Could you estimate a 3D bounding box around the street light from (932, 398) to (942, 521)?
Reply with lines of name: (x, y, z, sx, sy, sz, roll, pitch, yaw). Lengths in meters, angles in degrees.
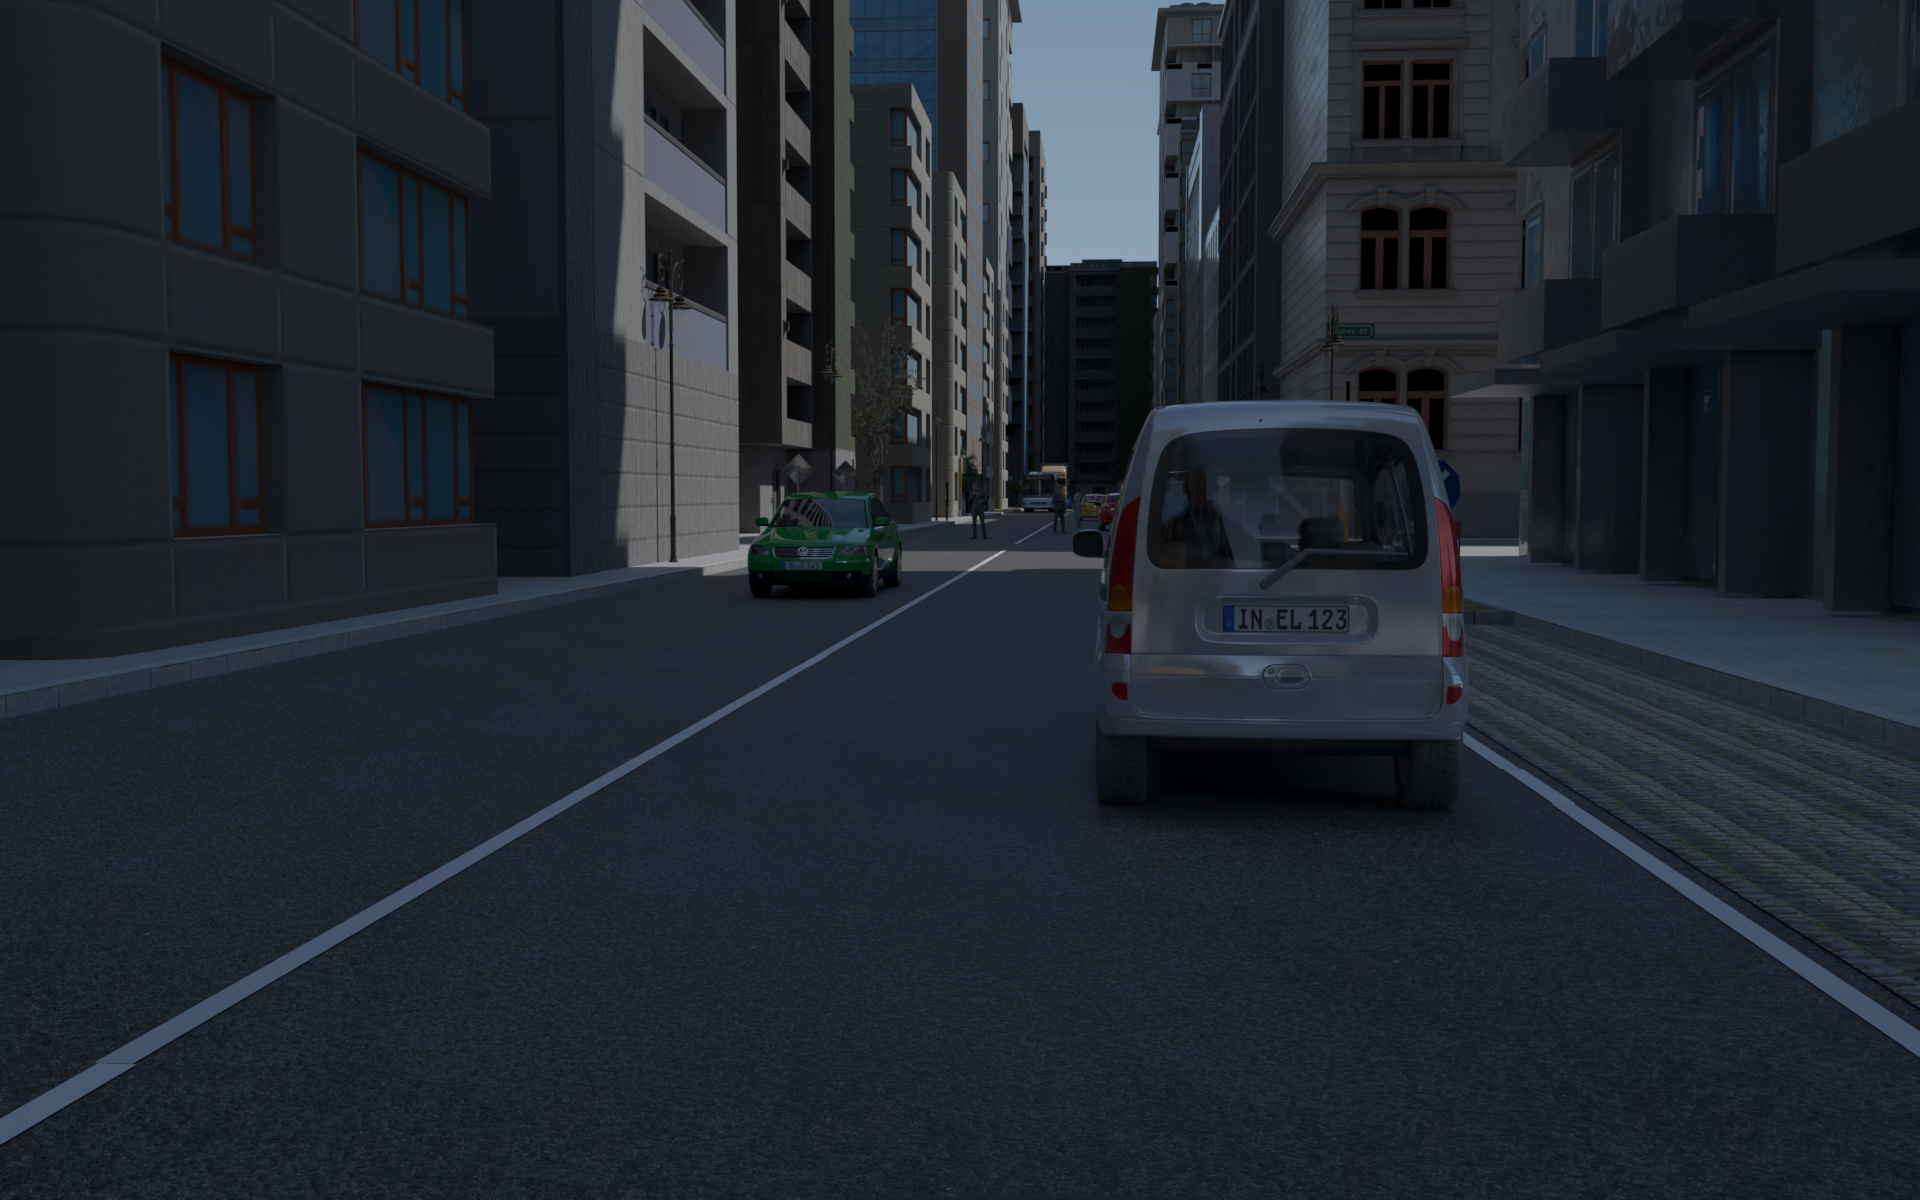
street light: (-1.132, -6.758, 83.278, 0.468, 5.910, 1.993, 0, 4, 5)

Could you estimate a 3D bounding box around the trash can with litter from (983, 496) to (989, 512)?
trash can with litter: (1.777, -6.962, 125.212, 0.624, 1.170, 1.055, 0, 4, 6)

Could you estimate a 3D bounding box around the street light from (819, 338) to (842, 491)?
street light: (-3.836, -4.816, 51.522, 0.468, 5.910, 1.993, 0, 4, 5)

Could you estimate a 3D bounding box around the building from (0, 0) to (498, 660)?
building: (-20.895, -9.987, 8.331, 27.650, 21.520, 28.899, 0, 4, 5)

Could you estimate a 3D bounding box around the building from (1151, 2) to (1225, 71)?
building: (35.069, -36.444, 185.096, 28.713, 52.752, 27.495, 0, 4, 5)

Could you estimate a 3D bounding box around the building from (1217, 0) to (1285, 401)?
building: (18.979, -17.211, 74.902, 14.314, 27.812, 24.014, 0, 4, 5)

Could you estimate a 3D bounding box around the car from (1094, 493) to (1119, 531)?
car: (6.377, -3.629, 68.375, 2.155, 1.783, 4.494, 0, 4, 3)

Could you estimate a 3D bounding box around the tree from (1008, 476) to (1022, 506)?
tree: (6.296, -11.799, 187.517, 1.663, 3.219, 1.824, 0, 3, 0)

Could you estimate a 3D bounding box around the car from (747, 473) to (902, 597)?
car: (-1.923, -1.022, 25.500, 1.959, 1.807, 4.718, 0, 4, 5)

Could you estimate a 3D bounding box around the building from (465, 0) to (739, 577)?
building: (-19.379, -30.130, 34.622, 28.212, 58.520, 21.231, 0, 4, 5)

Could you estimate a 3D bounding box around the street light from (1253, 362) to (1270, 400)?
street light: (10.528, -5.375, 60.672, 0.468, 5.910, 1.993, 0, 4, 5)

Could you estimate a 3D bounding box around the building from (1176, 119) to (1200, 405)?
building: (24.070, -22.301, 136.326, 14.160, 30.474, 14.107, 0, 4, 5)

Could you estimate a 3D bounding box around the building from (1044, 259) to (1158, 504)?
building: (17.509, -27.173, 215.987, 14.107, 30.474, 14.160, 0, 4, 5)

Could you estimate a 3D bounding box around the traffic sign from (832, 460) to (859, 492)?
traffic sign: (-3.391, -2.916, 51.314, 0.795, 2.450, 0.064, 0, 4, 5)

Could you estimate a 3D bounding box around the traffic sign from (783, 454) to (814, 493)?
traffic sign: (-4.045, -2.429, 43.355, 0.795, 2.450, 0.064, 0, 4, 5)

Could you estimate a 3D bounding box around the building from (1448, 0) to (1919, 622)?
building: (20.011, -24.540, 20.833, 23.786, 49.044, 30.456, 0, 4, 5)

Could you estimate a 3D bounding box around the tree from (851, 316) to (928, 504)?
tree: (-3.442, -7.383, 71.070, 4.360, 8.622, 3.978, 0, 3, 0)

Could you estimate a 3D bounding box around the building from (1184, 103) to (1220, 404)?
building: (21.402, -18.138, 114.576, 12.078, 24.808, 19.932, 0, 4, 5)

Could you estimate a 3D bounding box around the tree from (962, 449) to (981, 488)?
tree: (-0.276, -7.591, 107.820, 4.285, 4.588, 4.351, 0, 3, 0)

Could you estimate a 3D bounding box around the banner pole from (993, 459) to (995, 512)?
banner pole: (2.416, -8.096, 122.389, 0.401, 3.779, 0.863, 0, 4, -1)

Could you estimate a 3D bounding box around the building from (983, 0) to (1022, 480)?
building: (-8.858, -35.467, 169.126, 28.713, 52.752, 27.495, 0, 4, 5)

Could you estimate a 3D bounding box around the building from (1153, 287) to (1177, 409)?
building: (31.883, -19.130, 157.820, 27.650, 21.520, 28.899, 0, 4, 5)

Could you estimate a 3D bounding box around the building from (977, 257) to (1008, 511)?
building: (-10.671, -18.162, 141.989, 27.650, 21.520, 28.899, 0, 4, 5)

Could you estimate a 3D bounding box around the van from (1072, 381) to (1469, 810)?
van: (1.583, -0.140, 9.294, 2.013, 2.044, 4.112, 0, 4, 6)

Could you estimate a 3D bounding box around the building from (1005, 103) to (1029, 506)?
building: (0.303, -33.347, 195.337, 14.200, 45.320, 14.600, 0, 4, 5)

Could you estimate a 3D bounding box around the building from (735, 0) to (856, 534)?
building: (-11.528, -17.543, 58.535, 14.160, 30.474, 14.107, 0, 4, 5)

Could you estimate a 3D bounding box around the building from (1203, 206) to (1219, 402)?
building: (19.222, -14.766, 96.176, 10.420, 20.320, 16.860, 0, 4, 5)

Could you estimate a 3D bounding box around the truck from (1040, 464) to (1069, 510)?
truck: (8.796, -10.589, 162.050, 2.839, 4.237, 11.283, 0, 4, 4)

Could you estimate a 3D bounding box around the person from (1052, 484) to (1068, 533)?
person: (3.690, -3.357, 63.558, 0.590, 1.801, 0.661, 3, 5, 45)

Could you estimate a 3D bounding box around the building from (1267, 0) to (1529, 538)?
building: (22.092, -16.371, 55.064, 23.554, 28.519, 14.401, 0, 4, 5)

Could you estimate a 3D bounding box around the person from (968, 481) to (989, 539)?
person: (0.596, -2.868, 55.199, 0.655, 1.846, 0.447, 0, 4, 3)

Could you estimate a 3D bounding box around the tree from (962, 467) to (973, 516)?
tree: (-0.053, -6.677, 103.765, 1.663, 3.219, 1.824, 0, 3, 0)

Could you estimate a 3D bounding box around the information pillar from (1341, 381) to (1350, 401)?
information pillar: (7.998, -2.732, 36.022, 0.183, 3.616, 0.504, 0, 4, -1)

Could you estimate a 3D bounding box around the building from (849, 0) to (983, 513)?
building: (-5.849, -28.541, 116.757, 14.600, 45.320, 14.200, 0, 4, 5)

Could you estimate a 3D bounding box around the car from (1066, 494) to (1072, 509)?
car: (10.218, -9.963, 172.490, 1.945, 1.707, 3.694, 0, 4, 6)

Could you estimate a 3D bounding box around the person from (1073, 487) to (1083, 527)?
person: (5.057, -4.042, 75.157, 0.524, 1.755, 0.480, 3, 5, 44)

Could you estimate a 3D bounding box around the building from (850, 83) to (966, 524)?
building: (-14.626, -14.897, 88.608, 27.650, 21.520, 28.899, 0, 4, 5)

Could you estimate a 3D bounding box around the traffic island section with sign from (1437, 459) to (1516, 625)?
traffic island section with sign: (5.135, -0.685, 19.836, 1.989, 1.847, 2.006, 0, 4, 5)

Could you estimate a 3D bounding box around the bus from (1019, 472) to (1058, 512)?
bus: (6.499, -8.878, 140.021, 2.948, 3.499, 13.247, 0, 4, 4)

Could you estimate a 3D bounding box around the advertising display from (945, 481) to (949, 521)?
advertising display: (-0.640, -4.788, 83.490, 0.123, 1.923, 0.974, 0, 4, -4)

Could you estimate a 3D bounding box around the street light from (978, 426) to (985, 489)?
street light: (1.460, -8.731, 115.542, 0.468, 5.910, 1.993, 0, 4, 5)

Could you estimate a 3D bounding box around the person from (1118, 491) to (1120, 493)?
person: (14.485, -9.034, 156.940, 1.217, 1.736, 0.721, -2, 4, -32)

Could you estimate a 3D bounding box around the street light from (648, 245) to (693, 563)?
street light: (-5.384, -3.644, 32.364, 0.468, 5.910, 1.993, 0, 4, 5)

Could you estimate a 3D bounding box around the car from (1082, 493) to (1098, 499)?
car: (11.139, -8.236, 143.699, 2.155, 1.783, 4.494, 0, 4, 4)

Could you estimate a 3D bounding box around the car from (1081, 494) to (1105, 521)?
car: (7.247, -5.058, 92.917, 2.015, 1.641, 3.980, 0, 4, 4)

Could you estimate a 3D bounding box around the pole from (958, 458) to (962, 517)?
pole: (0.005, -6.305, 96.937, 0.158, 3.312, 0.155, 0, 3, 0)

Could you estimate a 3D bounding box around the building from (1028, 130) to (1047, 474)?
building: (0.072, -36.546, 221.229, 21.600, 48.544, 21.300, 0, 4, 5)

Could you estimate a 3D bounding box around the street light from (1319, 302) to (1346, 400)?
street light: (8.977, -4.225, 41.867, 0.468, 5.910, 1.993, 0, 4, 5)
